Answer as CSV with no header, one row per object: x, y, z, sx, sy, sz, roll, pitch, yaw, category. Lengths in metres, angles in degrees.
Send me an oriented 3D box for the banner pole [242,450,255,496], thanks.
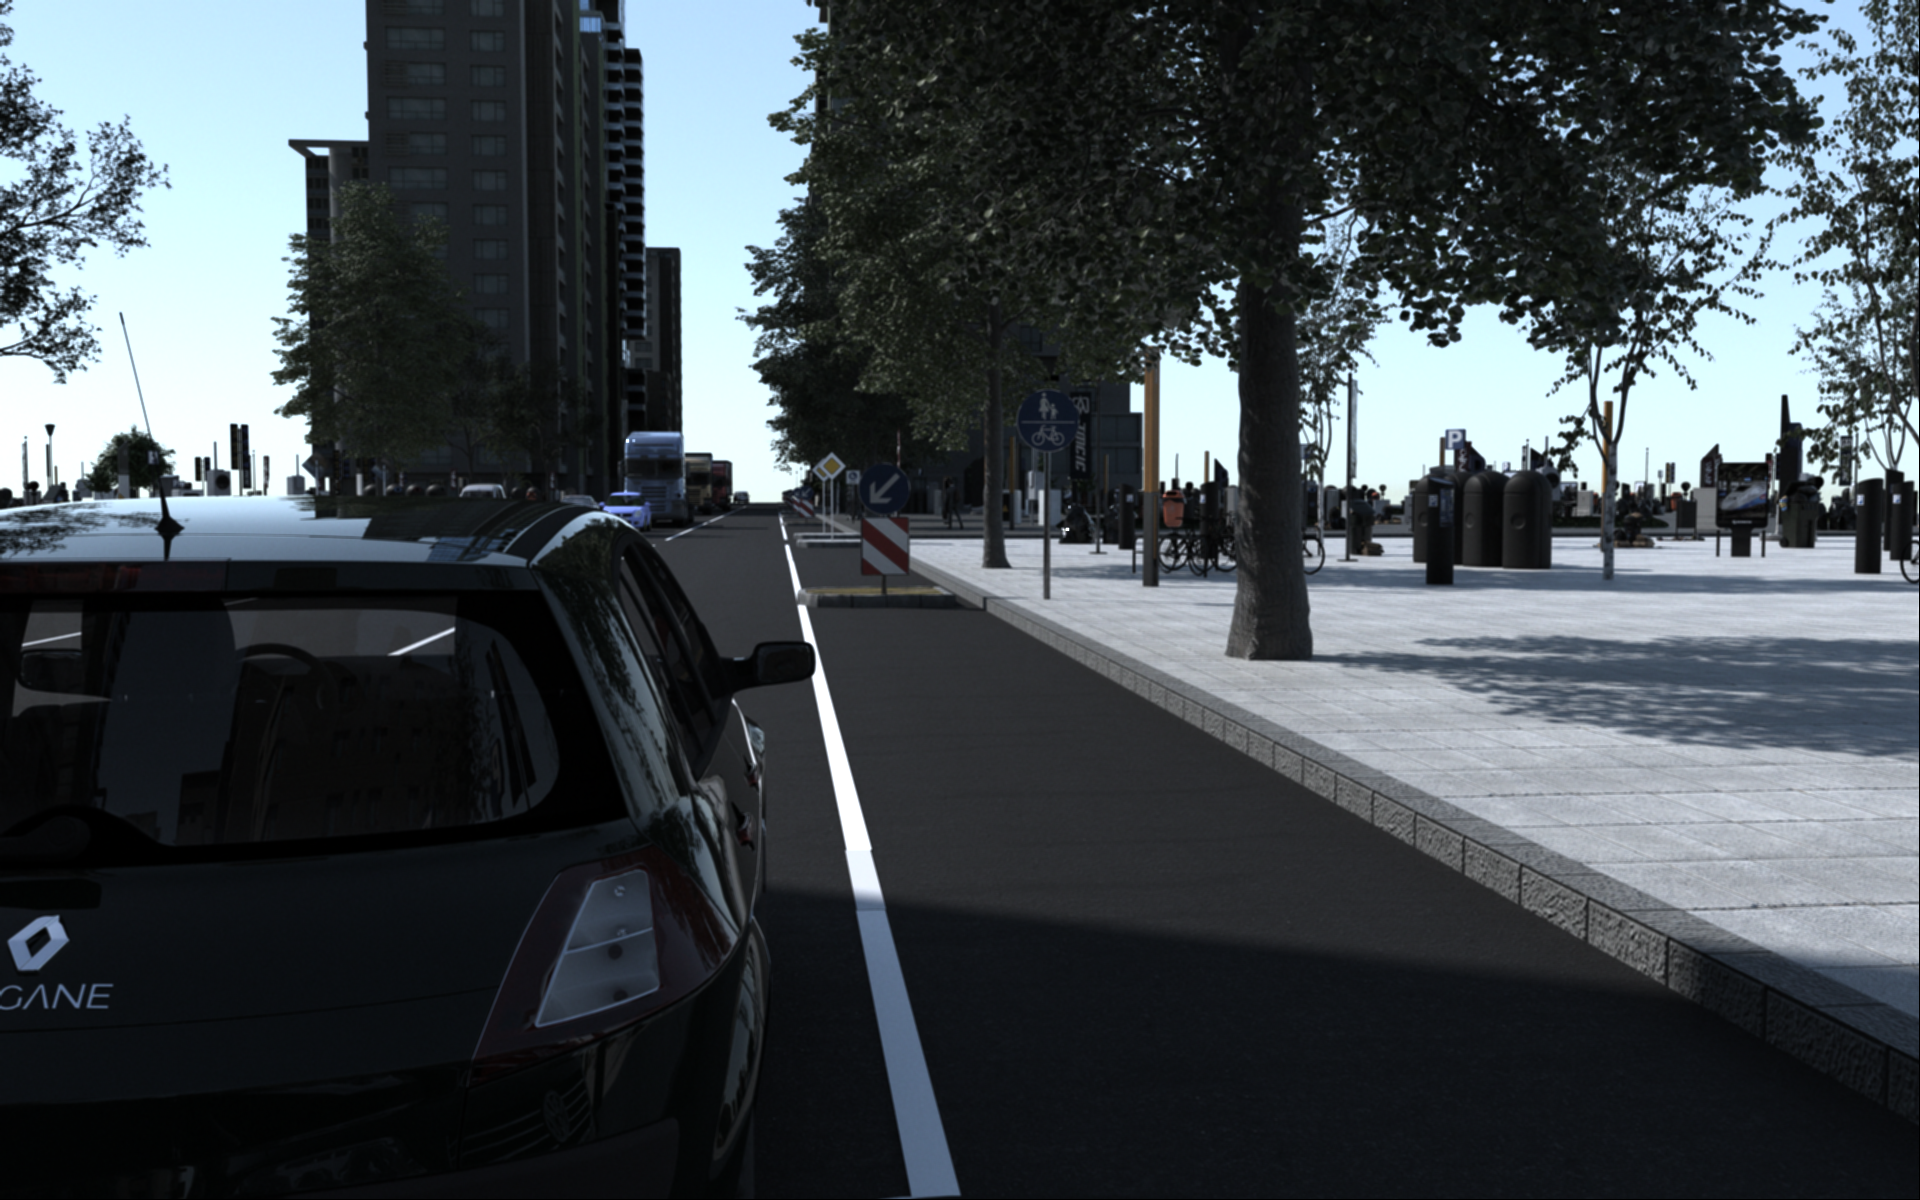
-40.088,-6.592,97.801,0.863,3.779,0.401,-1,4,-14,banner pole

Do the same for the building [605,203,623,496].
-39.867,-24.008,164.229,14.160,30.474,14.107,0,4,-6,building

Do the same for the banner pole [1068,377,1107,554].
2.744,-2.885,37.183,0.863,3.779,0.401,1,4,12,banner pole

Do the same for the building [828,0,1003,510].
-4.034,-28.248,145.450,14.154,41.232,14.086,0,4,-6,building

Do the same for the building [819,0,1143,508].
1.220,-35.358,167.349,28.713,52.752,27.495,0,4,-6,building

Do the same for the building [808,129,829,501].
-8.862,-36.896,226.951,21.300,48.544,21.600,0,4,-6,building

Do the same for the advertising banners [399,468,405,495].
-35.344,-7.052,111.494,0.090,3.025,2.074,2,4,34,advertising banners

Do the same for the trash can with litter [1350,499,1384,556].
8.549,-1.521,36.250,0.624,1.170,1.055,-1,4,-16,trash can with litter

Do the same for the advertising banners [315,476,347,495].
-41.518,-7.217,114.181,2.074,3.025,0.090,-2,4,-30,advertising banners

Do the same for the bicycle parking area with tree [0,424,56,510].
-37.079,-4.979,68.406,9.016,4.147,8.231,1,4,13,bicycle parking area with tree

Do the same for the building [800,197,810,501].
-11.480,-38.755,253.245,23.786,49.044,30.456,0,4,-6,building

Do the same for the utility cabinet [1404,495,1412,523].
20.512,-4.079,77.847,1.020,1.237,0.306,2,4,34,utility cabinet

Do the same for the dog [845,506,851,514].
-7.398,-6.126,114.547,0.513,0.831,0.800,2,4,26,dog

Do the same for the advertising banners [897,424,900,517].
-1.581,-2.948,44.395,0.090,3.025,2.074,0,4,-2,advertising banners

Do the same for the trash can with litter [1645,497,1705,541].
19.606,-2.247,47.793,2.233,1.210,1.678,0,4,4,trash can with litter

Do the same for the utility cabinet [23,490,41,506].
-54.253,-5.667,101.339,0.318,1.500,1.173,1,4,9,utility cabinet

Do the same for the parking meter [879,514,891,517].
-2.617,-3.318,59.954,0.399,1.863,0.255,-1,4,-18,parking meter

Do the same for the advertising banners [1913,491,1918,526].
39.328,-4.519,70.067,2.074,3.025,0.090,2,4,30,advertising banners

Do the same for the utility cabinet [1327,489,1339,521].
16.950,-4.280,78.663,0.318,1.500,1.173,2,4,25,utility cabinet

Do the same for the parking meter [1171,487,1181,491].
8.160,-3.491,65.483,0.372,1.533,0.369,0,3,0,parking meter

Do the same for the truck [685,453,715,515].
-18.337,-7.994,119.619,2.839,4.237,11.283,0,4,-8,truck

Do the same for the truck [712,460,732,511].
-20.711,-9.627,146.306,2.839,4.237,11.283,0,4,-5,truck

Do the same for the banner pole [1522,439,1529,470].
25.730,-5.435,78.880,0.401,3.779,0.863,0,4,-3,banner pole

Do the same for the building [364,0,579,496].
-37.137,-27.571,134.382,14.154,41.232,14.086,0,4,-6,building

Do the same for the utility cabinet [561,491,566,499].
-27.404,-6.806,119.956,0.318,1.500,1.173,-1,4,-17,utility cabinet

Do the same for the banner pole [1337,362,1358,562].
7.512,-2.642,33.211,0.401,3.779,0.863,2,4,26,banner pole

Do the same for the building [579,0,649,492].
-51.151,-55.800,225.007,22.319,86.520,31.000,0,4,-6,building

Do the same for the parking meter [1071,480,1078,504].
4.925,-4.206,74.478,0.255,1.863,0.399,0,4,6,parking meter

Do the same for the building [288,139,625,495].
-50.516,-29.974,181.948,32.217,40.220,23.993,0,4,-6,building

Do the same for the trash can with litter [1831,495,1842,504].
60.681,-6.571,118.498,2.233,1.210,1.678,1,4,20,trash can with litter

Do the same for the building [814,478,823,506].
-0.048,-30.676,193.438,32.217,40.220,23.993,0,4,-6,building

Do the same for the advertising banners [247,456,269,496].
-32.156,-5.089,79.394,2.074,3.025,0.090,3,5,40,advertising banners

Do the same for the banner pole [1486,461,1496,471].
40.276,-8.638,131.248,0.863,3.779,0.401,2,4,28,banner pole

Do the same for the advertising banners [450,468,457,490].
-34.302,-7.256,114.820,2.074,3.025,0.090,-2,4,-35,advertising banners

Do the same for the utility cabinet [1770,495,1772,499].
60.158,-7.110,127.410,1.020,1.237,0.306,3,4,39,utility cabinet

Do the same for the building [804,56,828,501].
-14.948,-51.409,278.781,20.563,71.187,20.611,0,4,-6,building

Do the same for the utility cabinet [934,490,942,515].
-1.306,-5.822,103.868,0.318,1.500,1.173,0,4,7,utility cabinet

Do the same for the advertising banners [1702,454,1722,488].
36.150,-5.237,81.813,2.074,3.025,0.090,1,4,16,advertising banners

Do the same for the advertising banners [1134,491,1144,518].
8.973,-5.486,85.888,2.074,3.025,0.090,-3,5,-45,advertising banners

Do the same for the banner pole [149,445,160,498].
-39.777,-5.837,85.454,0.863,3.779,0.401,1,4,14,banner pole

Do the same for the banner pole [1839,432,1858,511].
33.493,-4.598,65.195,0.401,3.779,0.863,-3,4,-36,banner pole

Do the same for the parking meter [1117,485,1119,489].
9.222,-5.759,99.872,0.399,1.863,0.255,-3,5,-44,parking meter

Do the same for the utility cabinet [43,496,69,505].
-39.697,-3.971,76.083,0.306,1.237,1.020,2,4,31,utility cabinet

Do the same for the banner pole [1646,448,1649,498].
37.024,-6.322,93.385,0.401,3.779,0.863,1,4,20,banner pole

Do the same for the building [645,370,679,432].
-56.464,-25.206,257.159,27.650,21.520,28.899,0,4,-6,building

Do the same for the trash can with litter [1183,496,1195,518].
15.003,-5.844,106.601,1.678,1.210,2.233,2,4,33,trash can with litter

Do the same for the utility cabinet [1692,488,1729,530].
26.471,-3.203,61.054,0.318,1.500,1.173,-3,5,-41,utility cabinet

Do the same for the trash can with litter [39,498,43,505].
-43.862,-4.365,82.757,1.055,1.170,0.624,2,4,31,trash can with litter

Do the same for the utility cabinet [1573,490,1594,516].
36.440,-5.663,101.267,0.318,1.500,1.173,-2,4,-32,utility cabinet

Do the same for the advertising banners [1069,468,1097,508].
8.382,-7.354,116.419,2.074,3.025,0.090,0,4,0,advertising banners

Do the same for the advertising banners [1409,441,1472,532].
16.040,-3.770,57.828,2.074,3.025,0.090,2,4,34,advertising banners

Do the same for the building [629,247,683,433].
-52.168,-36.398,278.706,14.154,41.232,14.086,0,4,-6,building

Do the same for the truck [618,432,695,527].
-13.836,-5.560,80.664,2.967,4.110,18.799,0,4,-7,truck

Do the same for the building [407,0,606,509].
-38.143,-28.451,148.769,14.154,41.232,14.086,0,4,-6,building

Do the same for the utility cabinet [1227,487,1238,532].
9.199,-2.946,56.839,0.318,1.500,1.173,3,5,42,utility cabinet

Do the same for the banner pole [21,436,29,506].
-40.349,-5.184,74.782,0.401,3.779,0.863,-3,5,-43,banner pole

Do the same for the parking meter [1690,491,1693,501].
53.306,-7.191,125.979,0.372,1.533,0.369,0,3,0,parking meter

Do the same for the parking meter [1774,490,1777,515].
50.102,-5.979,106.175,0.372,1.533,0.369,0,3,0,parking meter

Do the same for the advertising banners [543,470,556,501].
-30.950,-8.096,128.559,2.074,3.025,0.090,1,4,9,advertising banners

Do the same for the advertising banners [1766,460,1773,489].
41.233,-5.709,89.522,0.090,3.025,2.074,-1,4,-15,advertising banners
